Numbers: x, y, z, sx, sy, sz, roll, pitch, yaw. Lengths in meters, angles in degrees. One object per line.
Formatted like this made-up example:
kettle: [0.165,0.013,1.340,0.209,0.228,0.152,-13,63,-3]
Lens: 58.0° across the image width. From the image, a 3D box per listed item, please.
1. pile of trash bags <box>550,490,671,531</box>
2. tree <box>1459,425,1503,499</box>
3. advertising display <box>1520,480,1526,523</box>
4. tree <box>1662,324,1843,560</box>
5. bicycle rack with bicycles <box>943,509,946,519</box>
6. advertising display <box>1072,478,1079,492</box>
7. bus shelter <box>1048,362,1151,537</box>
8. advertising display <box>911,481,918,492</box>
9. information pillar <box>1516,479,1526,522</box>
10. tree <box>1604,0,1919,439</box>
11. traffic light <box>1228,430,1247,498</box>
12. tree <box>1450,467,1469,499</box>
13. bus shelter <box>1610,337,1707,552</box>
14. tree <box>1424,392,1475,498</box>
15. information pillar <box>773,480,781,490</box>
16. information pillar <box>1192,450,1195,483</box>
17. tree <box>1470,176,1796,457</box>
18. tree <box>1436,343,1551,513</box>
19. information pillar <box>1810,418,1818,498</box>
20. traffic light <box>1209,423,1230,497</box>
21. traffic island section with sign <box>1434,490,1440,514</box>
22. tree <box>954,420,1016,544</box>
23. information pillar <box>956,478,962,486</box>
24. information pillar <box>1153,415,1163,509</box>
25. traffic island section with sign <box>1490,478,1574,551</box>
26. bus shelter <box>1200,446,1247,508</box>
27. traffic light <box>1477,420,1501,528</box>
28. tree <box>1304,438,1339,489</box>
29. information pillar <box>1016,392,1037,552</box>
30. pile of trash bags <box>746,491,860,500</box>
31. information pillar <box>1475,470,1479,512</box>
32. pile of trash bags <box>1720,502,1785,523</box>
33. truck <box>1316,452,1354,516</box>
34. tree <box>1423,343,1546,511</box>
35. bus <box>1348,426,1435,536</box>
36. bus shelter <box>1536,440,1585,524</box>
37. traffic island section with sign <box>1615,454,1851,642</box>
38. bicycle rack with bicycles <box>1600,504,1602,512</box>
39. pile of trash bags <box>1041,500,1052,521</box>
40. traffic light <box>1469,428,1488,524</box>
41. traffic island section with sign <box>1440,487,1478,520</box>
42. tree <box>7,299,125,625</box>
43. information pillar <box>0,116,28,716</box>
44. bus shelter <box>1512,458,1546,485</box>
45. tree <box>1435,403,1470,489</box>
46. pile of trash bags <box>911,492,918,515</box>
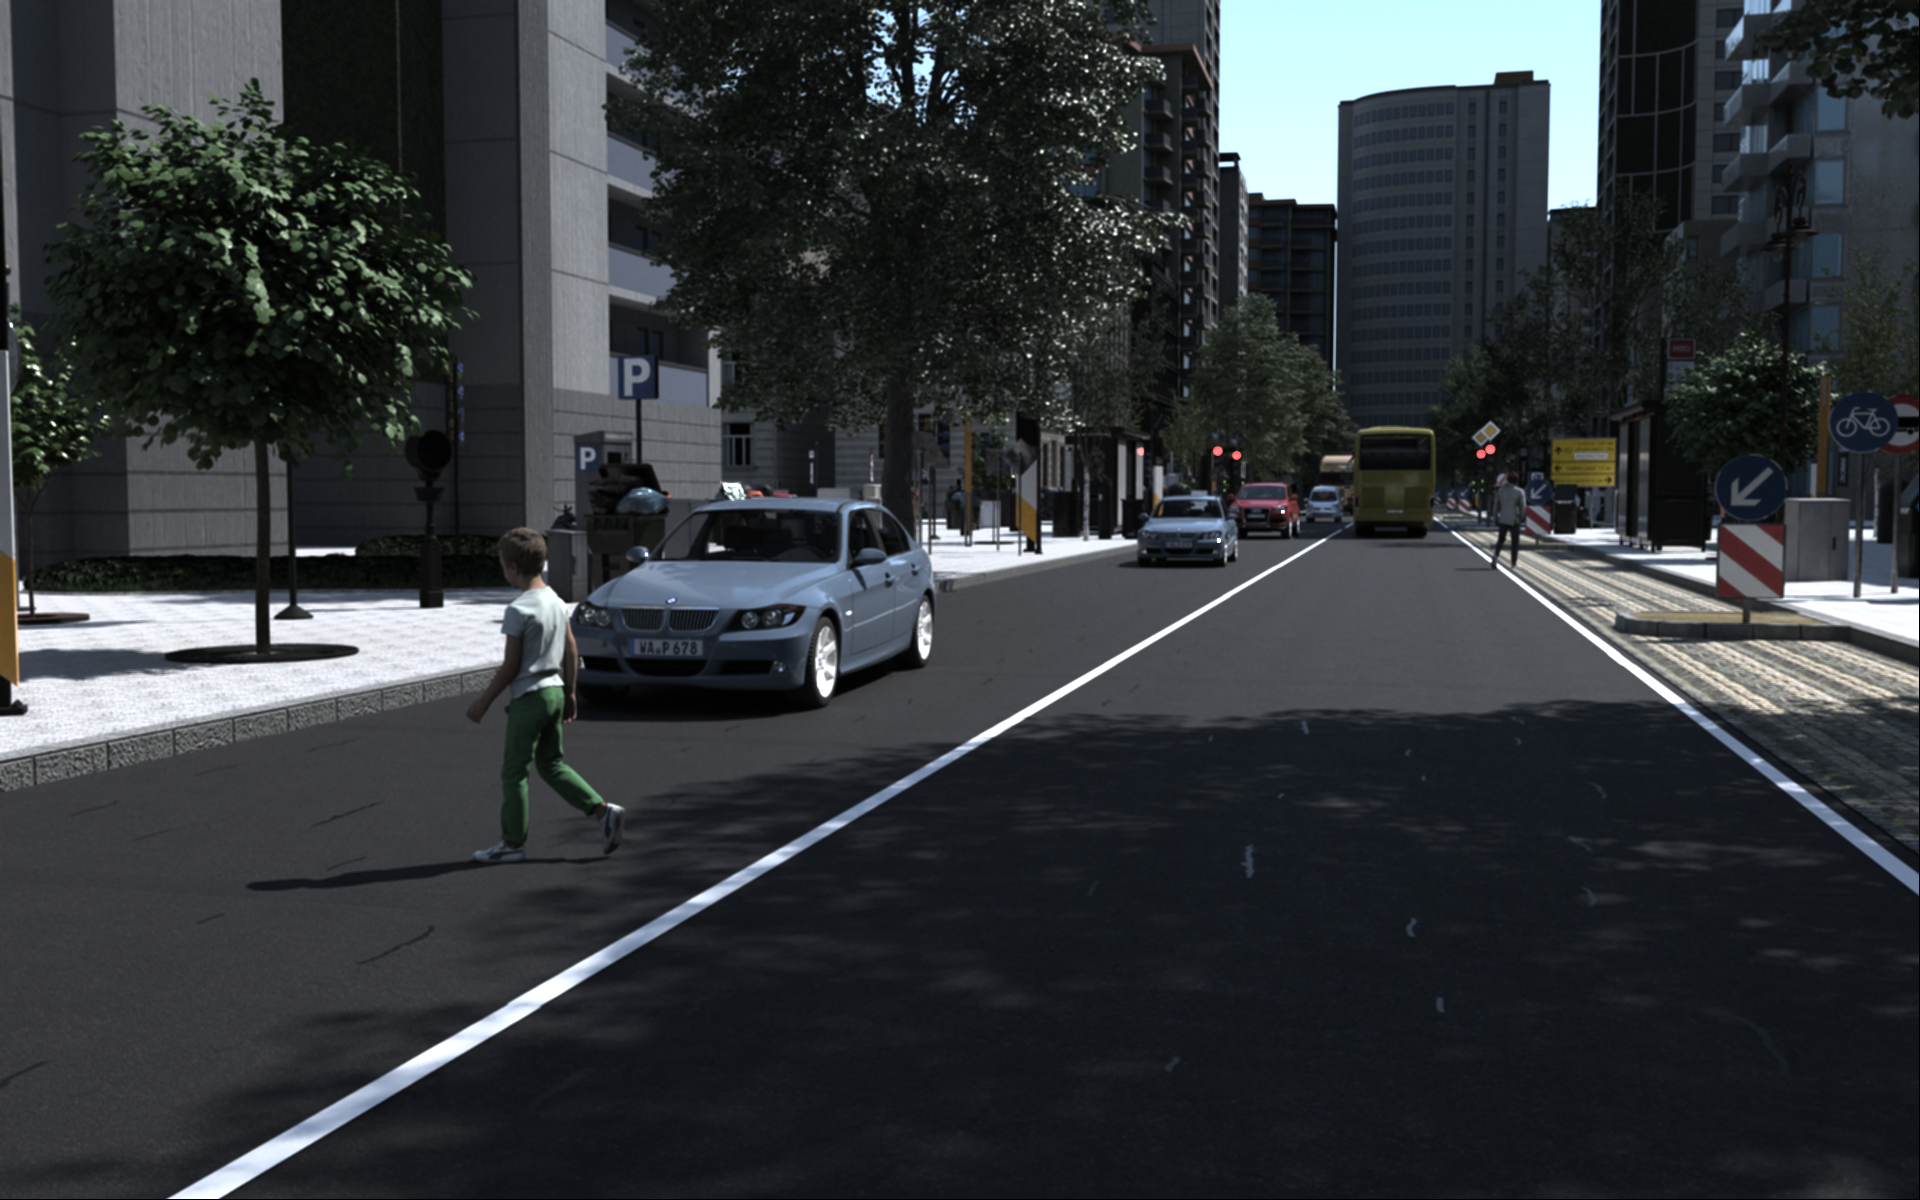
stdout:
pile of trash bags: [-7.767,-1.825,39.598,1.912,1.369,3.447,2,4,28]
tree: [51.817,-13.821,176.336,4.737,8.622,4.395,0,3,0]
advertising display: [25.043,-4.394,77.056,0.123,1.923,0.974,1,4,23]
tree: [15.391,-3.052,33.608,4.285,4.588,4.351,0,3,0]
bicycle rack with bicycles: [0.805,-4.485,86.712,2.852,0.926,2.925,-2,4,-27]
advertising display: [4.897,-3.992,70.484,0.123,1.923,0.974,3,5,40]
bus shelter: [4.383,-4.743,55.187,2.179,5.291,8.768,1,4,14]
advertising display: [-2.437,-4.838,84.309,0.974,1.923,0.123,-1,4,-21]
information pillar: [25.846,-4.607,79.809,0.304,2.012,0.304,-3,4,-36]
tree: [9.025,-6.309,9.800,9.857,13.997,8.962,0,3,0]
traffic light: [12.244,-5.353,76.435,0.839,4.253,0.868,1,4,14]
tree: [58.591,-15.493,203.677,4.360,8.622,3.978,0,3,0]
bus shelter: [17.188,-3.955,42.288,2.179,5.291,8.768,1,4,14]
tree: [54.830,-16.757,192.107,7.486,12.596,7.792,0,3,0]
information pillar: [-9.704,-5.352,92.004,0.304,2.012,0.304,2,4,27]
information pillar: [12.526,-6.214,92.960,0.183,3.616,0.504,0,4,0]
tree: [19.542,-7.075,50.090,8.767,10.594,7.601,1,4,18]
tree: [35.642,-11.618,115.705,9.928,11.665,9.643,0,3,0]
information pillar: [23.155,-3.385,46.699,0.183,3.616,0.504,-1,4,-13]
traffic light: [10.266,-4.879,68.698,0.839,4.253,0.868,1,4,14]
traffic island section with sign: [35.108,-7.074,124.286,1.989,1.847,2.006,1,4,14]
tree: [0.885,-3.063,44.676,1.663,3.219,1.824,0,3,0]
information pillar: [-0.051,-4.628,80.164,0.304,2.012,0.304,0,4,1]
information pillar: [5.861,-3.661,51.216,0.183,3.616,0.504,2,4,34]
traffic island section with sign: [14.769,-2.210,44.760,1.989,1.847,2.006,1,4,14]
bus shelter: [13.294,-5.860,87.097,1.731,3.624,6.357,1,4,14]
traffic light: [20.212,-4.725,66.180,0.839,4.253,0.868,1,4,14]
tree: [38.570,-14.263,183.564,4.360,8.622,3.978,0,3,0]
information pillar: [1.488,-2.871,38.292,0.504,3.616,0.183,0,4,1]
pile of trash bags: [-4.956,-2.656,53.176,3.447,1.369,1.912,-2,4,-25]
information pillar: [36.871,-8.075,123.382,0.183,3.616,0.504,-1,4,-14]
pile of trash bags: [28.500,-3.127,60.882,3.447,1.369,1.912,1,4,13]
truck: [26.036,-7.899,118.054,2.839,4.237,11.283,1,4,16]
tree: [40.002,-13.143,131.891,9.611,12.733,9.660,0,3,0]
bus: [15.322,-4.293,61.739,2.896,3.916,12.252,1,4,12]
bus shelter: [26.890,-5.277,77.555,1.731,3.624,6.357,1,4,14]
traffic island section with sign: [7.886,-0.565,17.872,1.989,1.847,2.006,1,4,14]
bicycle rack with bicycles: [33.442,-4.682,89.939,2.925,0.926,2.852,1,4,16]
pile of trash bags: [2.907,-4.410,81.852,3.447,1.369,1.912,-2,4,-28]
traffic light: [22.191,-5.199,73.917,0.839,4.253,0.868,1,4,14]
traffic island section with sign: [28.339,-5.457,97.853,1.989,1.847,2.006,1,4,14]
tree: [-9.488,-1.392,17.357,1.663,3.219,1.824,0,3,0]
information pillar: [-5.697,-1.136,9.923,0.504,3.616,0.183,-1,4,-21]
bus shelter: [32.659,-6.410,98.728,2.014,3.302,5.546,1,4,14]
tree: [28.810,-9.369,87.599,7.601,10.594,8.767,-2,4,-31]
pile of trash bags: [-2.940,-3.661,69.612,3.447,1.369,1.912,3,4,36]
